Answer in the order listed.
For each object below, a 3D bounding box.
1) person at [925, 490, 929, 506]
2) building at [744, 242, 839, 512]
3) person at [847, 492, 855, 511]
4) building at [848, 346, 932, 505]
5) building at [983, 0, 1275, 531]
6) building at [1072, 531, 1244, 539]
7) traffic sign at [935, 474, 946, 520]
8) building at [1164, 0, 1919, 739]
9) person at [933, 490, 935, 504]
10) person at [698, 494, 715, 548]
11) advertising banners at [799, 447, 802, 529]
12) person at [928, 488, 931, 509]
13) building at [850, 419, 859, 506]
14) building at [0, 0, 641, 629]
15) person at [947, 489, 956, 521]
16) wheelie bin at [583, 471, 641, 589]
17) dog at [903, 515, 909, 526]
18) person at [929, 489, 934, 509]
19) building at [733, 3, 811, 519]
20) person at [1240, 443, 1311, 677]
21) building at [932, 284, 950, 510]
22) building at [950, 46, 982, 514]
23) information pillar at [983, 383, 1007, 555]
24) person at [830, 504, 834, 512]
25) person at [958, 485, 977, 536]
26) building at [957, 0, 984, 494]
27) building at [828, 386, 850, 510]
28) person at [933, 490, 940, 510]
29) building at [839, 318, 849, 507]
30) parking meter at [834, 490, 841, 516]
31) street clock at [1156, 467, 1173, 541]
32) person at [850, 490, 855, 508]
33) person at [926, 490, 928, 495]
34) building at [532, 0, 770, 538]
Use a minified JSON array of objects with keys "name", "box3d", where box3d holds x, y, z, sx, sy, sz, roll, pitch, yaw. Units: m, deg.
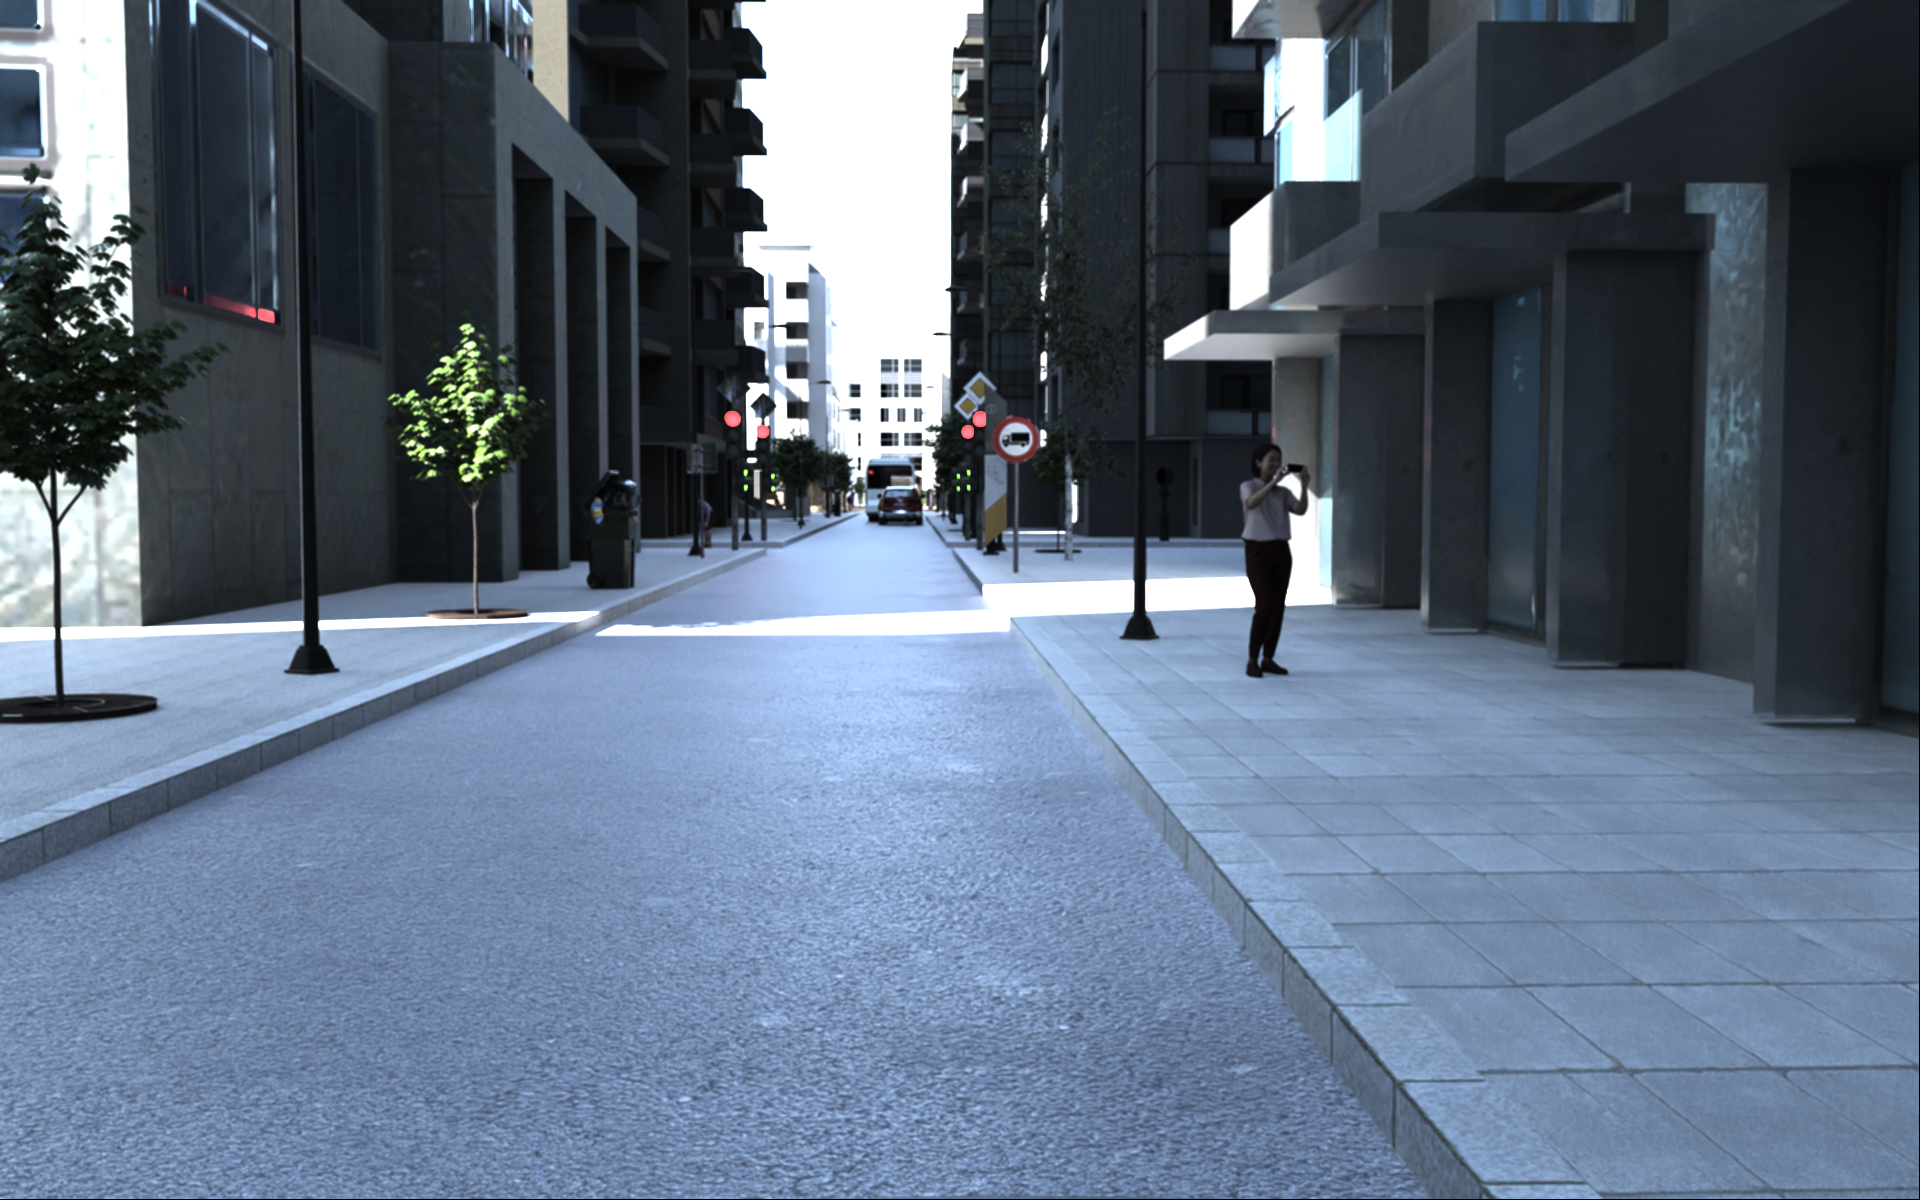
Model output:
[{"name":"person","box3d":[-3.400,-10.974,185.474,1.348,1.822,0.705,1,4,18]},{"name":"building","box3d":[-17.448,-16.622,128.184,16.016,20.091,11.380,0,4,-2]},{"name":"person","box3d":[-8.465,-7.673,134.737,0.697,1.427,0.421,1,4,22]},{"name":"building","box3d":[-11.445,-21.304,214.770,31.486,18.905,16.747,0,4,-2]},{"name":"building","box3d":[7.929,-23.777,72.355,14.154,41.232,14.086,0,4,-2]},{"name":"building","box3d":[9.708,-22.644,53.831,14.086,41.232,14.154,0,4,-2]},{"name":"traffic sign","box3d":[-0.806,-5.147,84.263,0.768,2.556,0.104,0,4,5]},{"name":"building","box3d":[14.794,-24.083,13.366,23.786,49.044,30.456,0,4,-2]},{"name":"person","box3d":[-2.824,-10.843,184.267,0.756,1.711,0.436,-2,4,-32]},{"name":"person","box3d":[-6.488,-1.967,43.902,0.421,1.427,0.697,2,4,33]},{"name":"advertising banners","box3d":[-5.897,-4.155,64.118,0.090,3.025,2.074,0,4,-5]},{"name":"person","box3d":[-2.595,-8.792,149.755,0.705,1.831,1.348,-1,4,-17]},{"name":"building","box3d":[-25.468,-15.359,193.274,28.070,9.664,9.099,0,4,-2]},{"name":"building","box3d":[-22.173,-43.496,23.838,31.000,86.520,22.319,0,4,-2]},{"name":"person","box3d":[-0.414,-4.532,82.417,0.482,1.546,0.388,2,4,31]},{"name":"wheelie bin","box3d":[-4.732,-0.963,23.647,0.693,1.594,0.980,0,4,0]},{"name":"dog","box3d":[-2.410,-3.540,77.173,0.406,0.507,0.540,-2,4,-26]},{"name":"person","box3d":[-2.395,-8.629,147.799,0.621,1.740,0.551,-2,4,-35]},{"name":"building","box3d":[-25.007,-24.781,97.050,32.217,40.220,23.993,0,4,-2]},{"name":"person","box3d":[2.230,-0.291,12.259,0.517,1.644,0.566,1,4,18]},{"name":"building","box3d":[6.375,-17.615,154.465,16.747,18.905,31.486,0,4,-2]},{"name":"building","box3d":[6.282,-21.050,115.862,14.160,30.474,14.107,0,4,-2]},{"name":"information pillar","box3d":[0.736,-2.756,36.423,0.504,3.616,0.183,0,4,1]},{"name":"person","box3d":[-9.065,-6.564,121.655,0.655,0.850,0.859,0,4,7]},{"name":"person","box3d":[0.265,-2.783,52.224,0.565,1.739,0.600,-2,4,-32]},{"name":"building","box3d":[11.081,-26.880,94.114,22.147,44.769,28.867,0,4,-2]},{"name":"building","box3d":[-14.726,-12.614,148.383,9.099,9.664,28.070,0,4,-2]},{"name":"person","box3d":[-1.829,-8.076,137.717,0.705,1.869,1.348,1,4,20]},{"name":"building","box3d":[-18.853,-19.061,168.061,16.016,20.091,11.380,0,4,-2]},{"name":"parking meter","box3d":[-7.065,-5.585,99.729,0.372,1.533,0.369,0,3,0]},{"name":"street clock","box3d":[5.569,-2.603,47.129,0.358,2.002,0.471,-2,4,-30]},{"name":"person","box3d":[-9.636,-9.052,154.957,0.541,1.710,0.530,-3,5,-42]},{"name":"person","box3d":[-3.477,-11.337,191.410,0.705,1.824,1.348,2,4,32]},{"name":"building","box3d":[-18.494,-24.851,60.938,22.147,44.769,28.867,0,4,-2]}]
